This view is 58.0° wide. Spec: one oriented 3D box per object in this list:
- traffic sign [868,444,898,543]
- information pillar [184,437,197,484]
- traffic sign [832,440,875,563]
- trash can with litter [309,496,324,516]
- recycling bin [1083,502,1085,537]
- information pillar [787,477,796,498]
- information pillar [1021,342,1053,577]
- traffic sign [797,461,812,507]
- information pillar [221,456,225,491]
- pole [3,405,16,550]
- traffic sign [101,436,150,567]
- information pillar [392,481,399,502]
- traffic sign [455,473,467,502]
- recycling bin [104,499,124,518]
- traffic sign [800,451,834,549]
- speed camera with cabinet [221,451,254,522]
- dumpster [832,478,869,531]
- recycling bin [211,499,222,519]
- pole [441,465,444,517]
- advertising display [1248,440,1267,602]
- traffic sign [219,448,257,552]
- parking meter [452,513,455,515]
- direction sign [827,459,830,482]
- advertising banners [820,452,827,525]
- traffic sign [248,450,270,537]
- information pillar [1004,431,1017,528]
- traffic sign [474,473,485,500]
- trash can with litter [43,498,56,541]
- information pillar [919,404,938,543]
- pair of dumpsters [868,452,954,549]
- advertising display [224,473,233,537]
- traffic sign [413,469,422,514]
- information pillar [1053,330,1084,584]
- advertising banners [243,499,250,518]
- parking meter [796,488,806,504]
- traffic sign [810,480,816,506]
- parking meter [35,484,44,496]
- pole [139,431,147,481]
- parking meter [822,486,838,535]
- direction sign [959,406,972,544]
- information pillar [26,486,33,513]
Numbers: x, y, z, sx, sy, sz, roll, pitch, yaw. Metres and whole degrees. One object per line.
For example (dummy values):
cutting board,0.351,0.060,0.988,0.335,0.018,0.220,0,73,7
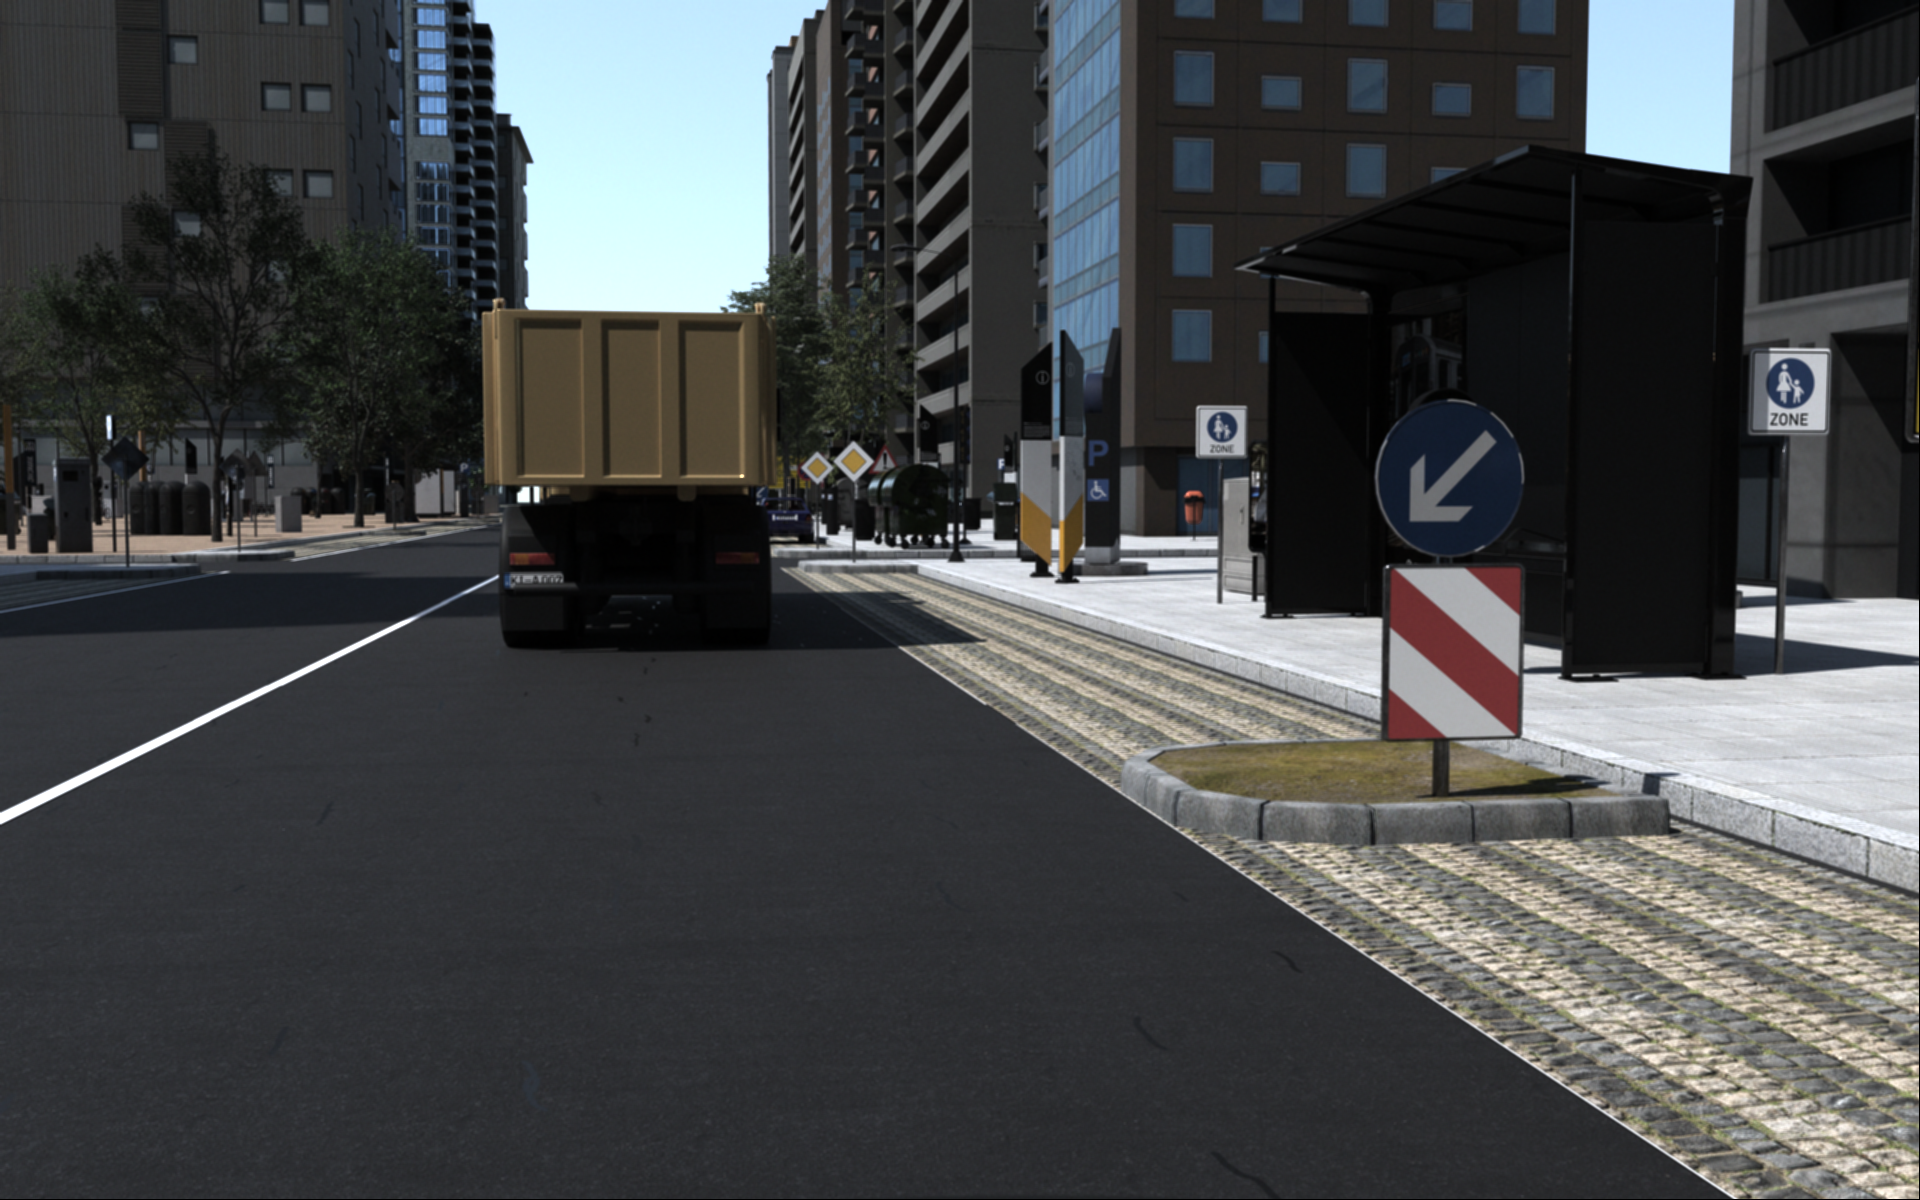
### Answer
traffic sign,-1.958,-2.774,45.353,0.884,2.594,0.081,0,4,-2
information pillar,-31.665,-4.892,71.331,0.183,3.616,0.504,2,4,34
traffic sign,-1.983,-1.754,32.326,0.795,2.450,0.064,-1,4,-10
trash can with litter,-37.418,-5.459,100.634,0.624,1.170,1.055,0,4,1
recycling bin,3.938,-2.438,52.418,0.722,1.027,0.722,-1,4,-10
information pillar,-7.382,-4.373,75.990,0.304,2.012,0.304,-2,4,-25
information pillar,1.187,-2.159,26.658,0.504,3.616,0.183,-1,4,-12
traffic sign,-5.893,-4.078,66.777,0.768,2.556,0.104,-1,4,-9
information pillar,-45.004,-6.976,105.408,0.504,3.616,0.183,-3,5,-42
pole,-21.819,-2.808,39.754,0.158,3.312,0.155,0,3,0
traffic sign,-14.554,-1.627,30.237,0.795,2.450,0.064,-1,4,-10
information pillar,-31.521,-5.643,96.749,0.304,2.012,0.304,-3,5,-39
traffic sign,-30.159,-6.395,104.666,0.768,2.556,0.104,0,4,-1
recycling bin,-45.159,-4.885,92.418,0.722,1.027,0.722,0,4,3
traffic sign,-3.309,-2.236,40.201,0.795,2.450,0.064,-1,4,-10
speed camera with cabinet,-33.237,-5.220,79.685,2.038,3.252,0.660,3,4,38
dumpster,-3.816,-3.338,60.333,1.264,1.857,1.865,-1,4,-10
recycling bin,-39.252,-4.806,91.127,0.722,1.027,0.722,0,4,6
pole,-29.109,-6.330,97.340,0.158,3.312,0.155,0,3,0
advertising display,3.734,-0.924,20.319,0.123,1.923,0.974,-2,4,-28
traffic sign,-15.881,-2.108,38.111,0.795,2.450,0.064,-1,4,-10
parking meter,-31.085,-5.968,105.989,0.372,1.533,0.369,0,3,0
direction sign,-8.171,-7.357,112.287,0.876,3.537,0.379,0,4,-1
advertising banners,-5.441,-4.646,72.146,0.090,3.025,2.074,-2,4,-28
traffic sign,-21.025,-3.158,51.640,0.884,2.594,0.081,0,4,-2
information pillar,1.923,-4.657,67.489,0.504,3.616,0.183,3,4,38
traffic sign,-29.232,-6.447,105.513,0.768,2.556,0.104,0,4,-6
trash can with litter,-24.842,-2.226,47.790,1.055,1.170,0.624,3,5,42
information pillar,-0.817,-3.278,44.947,0.504,3.616,0.183,0,4,5
pair of dumpsters,-1.206,-2.418,42.020,1.574,2.255,4.437,-1,4,-10
advertising display,-22.214,-2.900,52.626,0.123,1.923,0.974,-2,4,-30
traffic sign,-27.322,-5.300,86.766,0.768,2.556,0.104,-1,4,-9
information pillar,1.599,-2.053,24.929,0.183,3.616,0.504,3,5,40
advertising banners,-39.137,-6.058,95.228,0.090,3.025,2.074,0,4,-7
parking meter,-6.366,-3.727,69.340,0.372,1.533,0.369,0,3,0
traffic sign,-7.847,-5.569,91.050,0.884,2.594,0.081,0,4,-5
parking meter,-51.185,-5.543,96.338,0.399,1.863,0.255,1,4,20
pole,-26.346,-3.794,55.867,0.158,3.312,0.155,0,3,0
parking meter,-4.003,-2.806,54.292,0.372,1.533,0.369,0,3,0
direction sign,0.121,-3.229,44.799,0.379,3.537,0.876,1,4,18
information pillar,-52.765,-5.732,98.204,0.304,2.012,0.304,-3,4,-38
